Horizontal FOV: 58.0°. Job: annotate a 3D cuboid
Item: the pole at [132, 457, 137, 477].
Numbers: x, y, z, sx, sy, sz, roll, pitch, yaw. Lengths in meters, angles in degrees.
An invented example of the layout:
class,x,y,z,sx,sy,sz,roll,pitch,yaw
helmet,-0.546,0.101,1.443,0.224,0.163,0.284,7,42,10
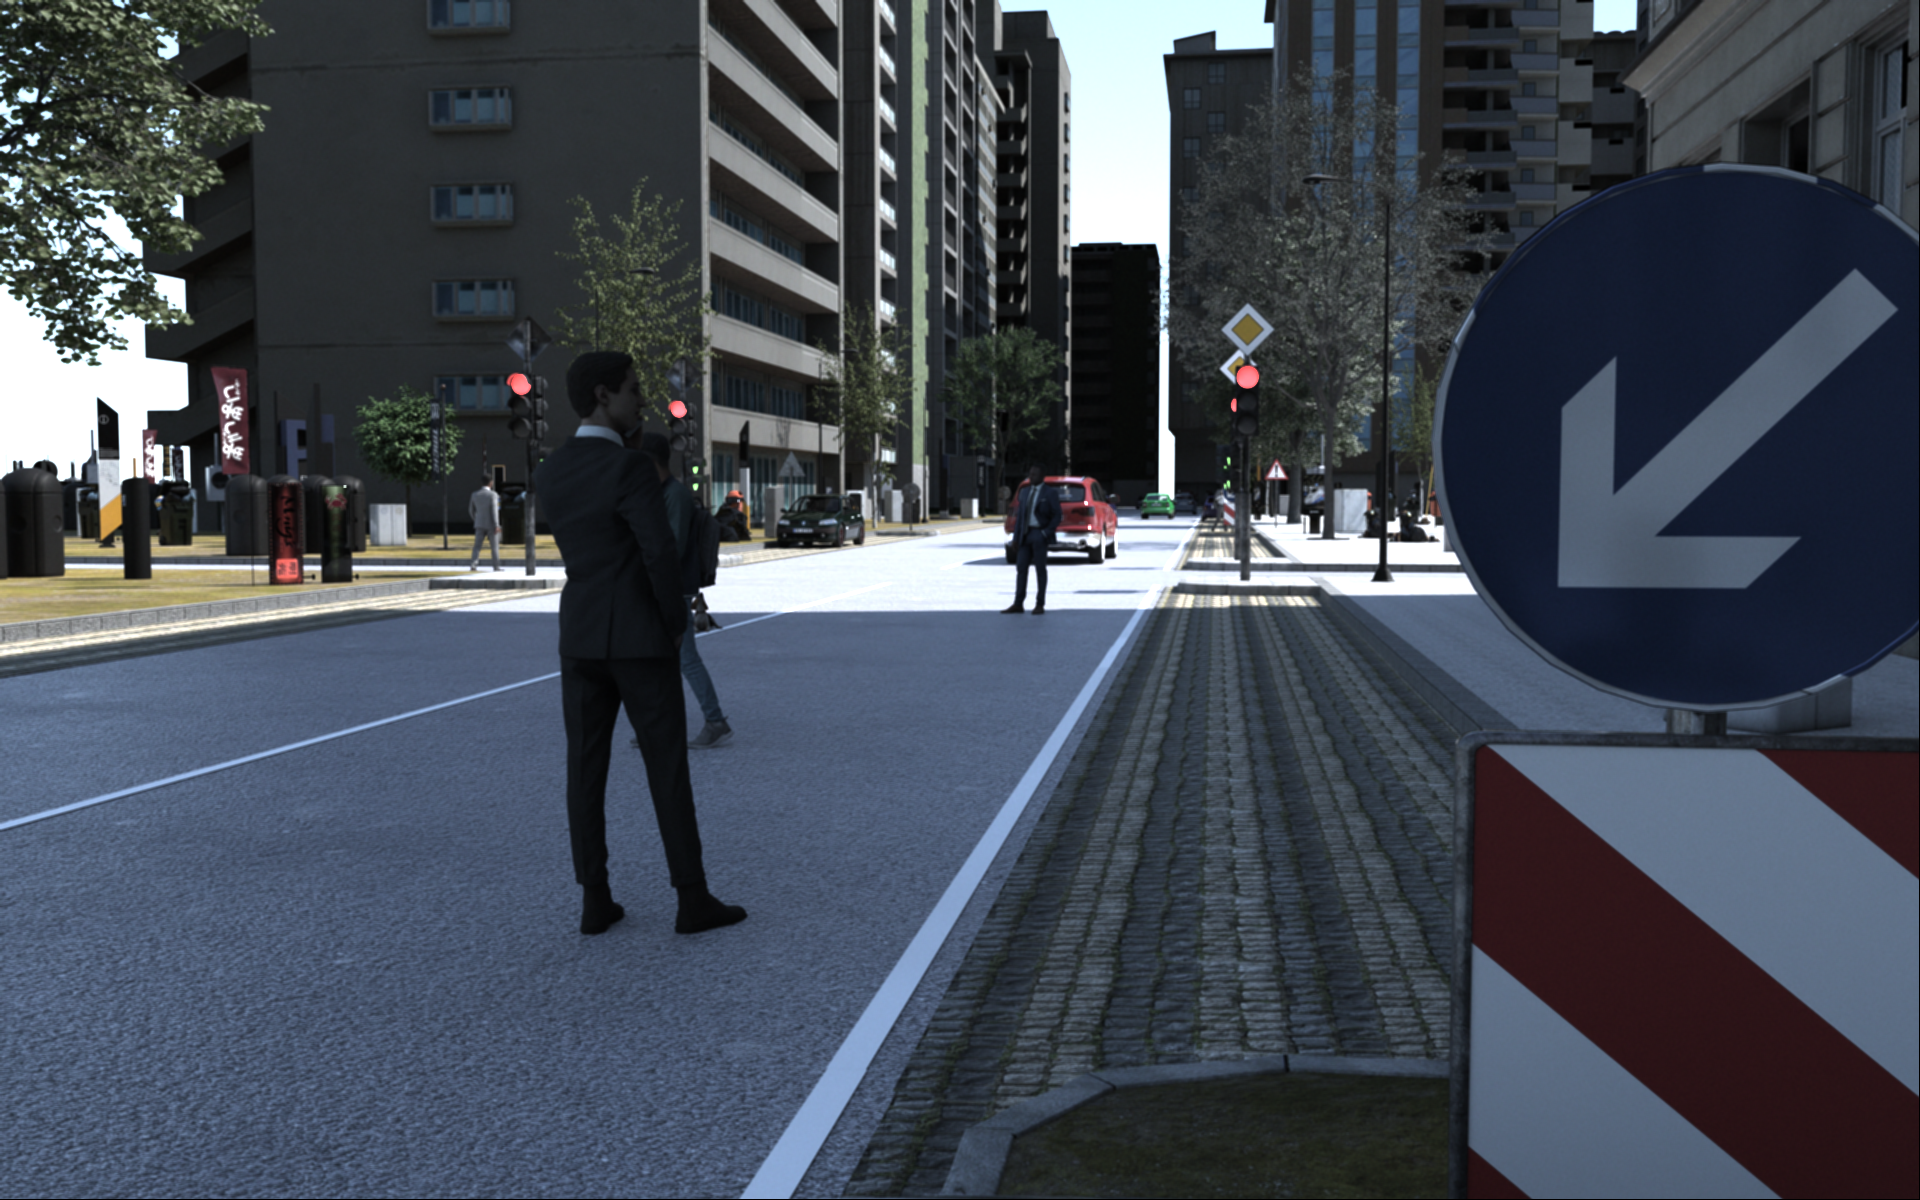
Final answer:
class,x,y,z,sx,sy,sz,roll,pitch,yaw
pole,-45.731,-6.249,96.019,0.158,3.312,0.155,0,3,0

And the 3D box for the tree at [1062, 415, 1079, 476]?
class,x,y,z,sx,sy,sz,roll,pitch,yaw
tree,5.999,-10.767,126.405,4.360,8.622,3.978,0,3,0

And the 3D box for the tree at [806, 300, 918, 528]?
class,x,y,z,sx,sy,sz,roll,pitch,yaw
tree,-3.379,-6.997,64.756,4.737,8.622,4.395,0,3,0

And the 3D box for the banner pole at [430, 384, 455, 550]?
class,x,y,z,sx,sy,sz,roll,pitch,yaw
banner pole,-11.951,-3.042,39.761,0.401,3.779,0.863,-3,5,-44

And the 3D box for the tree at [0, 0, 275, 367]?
class,x,y,z,sx,sy,sz,roll,pitch,yaw
tree,-10.180,-6.008,16.356,7.486,12.596,7.792,0,3,0

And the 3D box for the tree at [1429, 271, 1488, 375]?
class,x,y,z,sx,sy,sz,roll,pitch,yaw
tree,17.362,-6.503,56.678,4.360,8.622,3.978,0,3,0

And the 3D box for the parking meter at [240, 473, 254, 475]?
class,x,y,z,sx,sy,sz,roll,pitch,yaw
parking meter,-18.681,-2.434,45.513,0.255,1.863,0.399,1,4,12

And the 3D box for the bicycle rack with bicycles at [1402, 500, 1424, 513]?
class,x,y,z,sx,sy,sz,roll,pitch,yaw
bicycle rack with bicycles,26.726,-5.279,99.693,2.852,0.926,2.925,1,4,19

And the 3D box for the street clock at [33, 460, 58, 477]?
class,x,y,z,sx,sy,sz,roll,pitch,yaw
street clock,-19.659,-1.999,37.259,0.471,2.002,0.358,1,4,11

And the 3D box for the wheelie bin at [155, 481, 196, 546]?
class,x,y,z,sx,sy,sz,roll,pitch,yaw
wheelie bin,-19.441,-2.148,43.035,0.693,1.594,0.980,3,4,37

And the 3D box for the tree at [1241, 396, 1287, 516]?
class,x,y,z,sx,sy,sz,roll,pitch,yaw
tree,18.083,-9.295,102.331,4.737,8.622,4.395,0,3,0

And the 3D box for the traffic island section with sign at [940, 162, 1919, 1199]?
class,x,y,z,sx,sy,sz,roll,pitch,yaw
traffic island section with sign,0.917,0.351,2.886,1.989,1.847,2.006,1,4,8

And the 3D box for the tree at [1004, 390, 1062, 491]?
class,x,y,z,sx,sy,sz,roll,pitch,yaw
tree,4.861,-10.423,120.784,4.360,8.622,3.978,0,3,0

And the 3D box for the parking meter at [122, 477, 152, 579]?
class,x,y,z,sx,sy,sz,roll,pitch,yaw
parking meter,-12.426,-1.084,26.136,0.372,1.533,0.369,0,3,0

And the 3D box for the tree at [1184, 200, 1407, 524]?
class,x,y,z,sx,sy,sz,roll,pitch,yaw
tree,14.517,-10.315,75.306,9.857,13.997,8.962,0,3,0

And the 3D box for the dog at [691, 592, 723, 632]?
class,x,y,z,sx,sy,sz,roll,pitch,yaw
dog,-2.646,0.117,18.283,0.550,0.427,0.748,3,4,37

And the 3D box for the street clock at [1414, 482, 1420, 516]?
class,x,y,z,sx,sy,sz,roll,pitch,yaw
street clock,27.146,-5.997,102.626,0.471,2.002,0.358,-2,4,-35

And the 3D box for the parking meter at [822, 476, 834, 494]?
class,x,y,z,sx,sy,sz,roll,pitch,yaw
parking meter,-4.407,-3.176,57.646,0.399,1.863,0.255,-2,4,-31

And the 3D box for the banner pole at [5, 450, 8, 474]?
class,x,y,z,sx,sy,sz,roll,pitch,yaw
banner pole,-53.943,-6.609,98.068,0.401,3.779,0.863,-2,4,-26

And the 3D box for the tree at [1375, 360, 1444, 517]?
class,x,y,z,sx,sy,sz,roll,pitch,yaw
tree,25.073,-8.813,94.453,4.737,8.622,4.395,0,3,0

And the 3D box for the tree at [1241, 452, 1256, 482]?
class,x,y,z,sx,sy,sz,roll,pitch,yaw
tree,29.128,-14.082,180.604,4.360,8.622,3.978,0,3,0

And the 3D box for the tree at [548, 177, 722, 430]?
class,x,y,z,sx,sy,sz,roll,pitch,yaw
tree,-7.872,-5.553,41.149,4.737,8.622,4.395,0,3,0

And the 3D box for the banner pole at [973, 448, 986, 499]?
class,x,y,z,sx,sy,sz,roll,pitch,yaw
banner pole,0.992,-6.321,93.363,0.863,3.779,0.401,1,4,15

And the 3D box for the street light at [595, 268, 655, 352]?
class,x,y,z,sx,sy,sz,roll,pitch,yaw
street light,-6.961,-3.870,35.810,1.470,5.913,1.316,1,4,8

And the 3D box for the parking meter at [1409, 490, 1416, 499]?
class,x,y,z,sx,sy,sz,roll,pitch,yaw
parking meter,27.836,-6.005,106.592,0.372,1.533,0.369,0,3,0

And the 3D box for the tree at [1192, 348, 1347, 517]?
class,x,y,z,sx,sy,sz,roll,pitch,yaw
tree,17.178,-9.838,95.260,8.767,10.594,7.601,0,4,-1

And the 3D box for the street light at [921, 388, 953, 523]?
class,x,y,z,sx,sy,sz,roll,pitch,yaw
street light,-1.022,-6.324,75.938,1.470,5.913,1.316,1,4,8

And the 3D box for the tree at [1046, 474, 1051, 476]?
class,x,y,z,sx,sy,sz,roll,pitch,yaw
tree,7.246,-9.151,144.215,1.663,3.219,1.824,0,3,0

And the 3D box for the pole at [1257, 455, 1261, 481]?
class,x,y,z,sx,sy,sz,roll,pitch,yaw
pole,15.505,-5.878,89.953,0.158,3.312,0.155,0,3,0

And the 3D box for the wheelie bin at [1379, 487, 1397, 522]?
class,x,y,z,sx,sy,sz,roll,pitch,yaw
wheelie bin,19.832,-4.430,80.334,0.693,1.594,0.980,-1,4,-11

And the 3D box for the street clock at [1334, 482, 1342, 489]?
class,x,y,z,sx,sy,sz,roll,pitch,yaw
street clock,22.599,-6.055,103.573,0.471,2.002,0.358,-3,4,-36

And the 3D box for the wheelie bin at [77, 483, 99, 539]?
class,x,y,z,sx,sy,sz,roll,pitch,yaw
wheelie bin,-24.971,-2.570,49.921,0.980,1.594,0.693,2,4,27

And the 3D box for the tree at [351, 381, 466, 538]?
class,x,y,z,sx,sy,sz,roll,pitch,yaw
tree,-16.096,-4.099,50.741,4.285,4.588,4.351,0,3,0

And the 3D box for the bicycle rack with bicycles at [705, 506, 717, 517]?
class,x,y,z,sx,sy,sz,roll,pitch,yaw
bicycle rack with bicycles,-7.679,-2.368,52.096,2.925,0.926,2.852,2,4,31

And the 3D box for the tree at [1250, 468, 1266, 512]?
class,x,y,z,sx,sy,sz,roll,pitch,yaw
tree,20.757,-7.862,123.143,1.663,3.219,1.824,0,3,0

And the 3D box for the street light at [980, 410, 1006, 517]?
class,x,y,z,sx,sy,sz,roll,pitch,yaw
street light,1.827,-7.559,96.136,1.470,5.913,1.316,1,4,8

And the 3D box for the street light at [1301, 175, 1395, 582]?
class,x,y,z,sx,sy,sz,roll,pitch,yaw
street light,5.670,-3.228,25.316,1.470,5.913,1.316,1,4,8

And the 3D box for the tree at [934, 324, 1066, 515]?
class,x,y,z,sx,sy,sz,roll,pitch,yaw
tree,2.405,-10.939,104.607,9.928,11.665,9.643,0,3,0

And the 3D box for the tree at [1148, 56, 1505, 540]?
class,x,y,z,sx,sy,sz,roll,pitch,yaw
tree,10.370,-8.451,48.550,12.009,13.543,11.850,0,3,0

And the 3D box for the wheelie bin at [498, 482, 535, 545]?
class,x,y,z,sx,sy,sz,roll,pitch,yaw
wheelie bin,-11.268,-2.201,43.896,0.980,1.594,0.693,0,4,-5

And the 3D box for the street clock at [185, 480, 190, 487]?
class,x,y,z,sx,sy,sz,roll,pitch,yaw
street clock,-39.944,-5.177,89.220,0.358,2.002,0.471,3,5,40

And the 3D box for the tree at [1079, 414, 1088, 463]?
class,x,y,z,sx,sy,sz,roll,pitch,yaw
tree,9.975,-12.766,159.078,4.360,8.622,3.978,0,3,0

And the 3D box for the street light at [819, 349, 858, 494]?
class,x,y,z,sx,sy,sz,roll,pitch,yaw
street light,-3.961,-5.088,55.726,1.470,5.913,1.316,1,4,8
